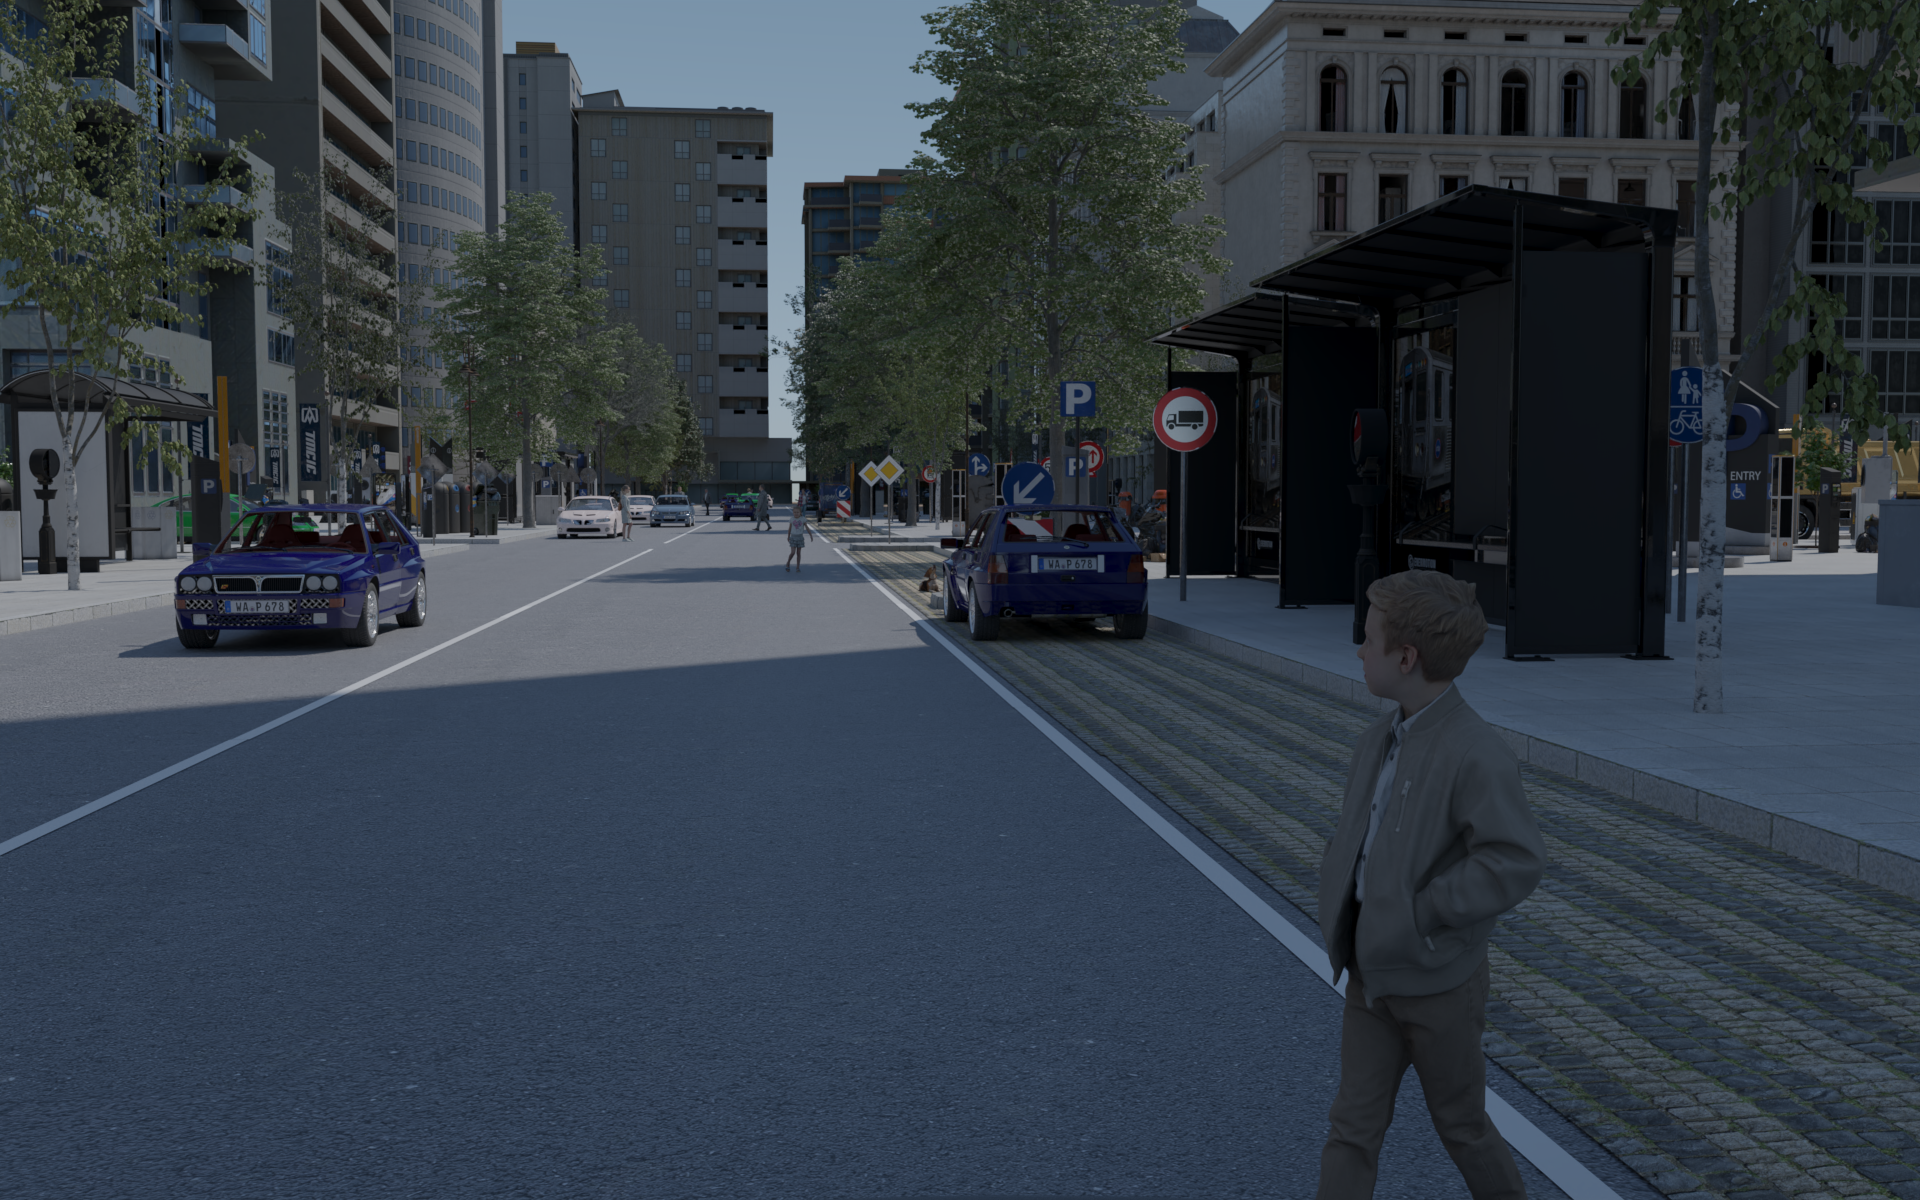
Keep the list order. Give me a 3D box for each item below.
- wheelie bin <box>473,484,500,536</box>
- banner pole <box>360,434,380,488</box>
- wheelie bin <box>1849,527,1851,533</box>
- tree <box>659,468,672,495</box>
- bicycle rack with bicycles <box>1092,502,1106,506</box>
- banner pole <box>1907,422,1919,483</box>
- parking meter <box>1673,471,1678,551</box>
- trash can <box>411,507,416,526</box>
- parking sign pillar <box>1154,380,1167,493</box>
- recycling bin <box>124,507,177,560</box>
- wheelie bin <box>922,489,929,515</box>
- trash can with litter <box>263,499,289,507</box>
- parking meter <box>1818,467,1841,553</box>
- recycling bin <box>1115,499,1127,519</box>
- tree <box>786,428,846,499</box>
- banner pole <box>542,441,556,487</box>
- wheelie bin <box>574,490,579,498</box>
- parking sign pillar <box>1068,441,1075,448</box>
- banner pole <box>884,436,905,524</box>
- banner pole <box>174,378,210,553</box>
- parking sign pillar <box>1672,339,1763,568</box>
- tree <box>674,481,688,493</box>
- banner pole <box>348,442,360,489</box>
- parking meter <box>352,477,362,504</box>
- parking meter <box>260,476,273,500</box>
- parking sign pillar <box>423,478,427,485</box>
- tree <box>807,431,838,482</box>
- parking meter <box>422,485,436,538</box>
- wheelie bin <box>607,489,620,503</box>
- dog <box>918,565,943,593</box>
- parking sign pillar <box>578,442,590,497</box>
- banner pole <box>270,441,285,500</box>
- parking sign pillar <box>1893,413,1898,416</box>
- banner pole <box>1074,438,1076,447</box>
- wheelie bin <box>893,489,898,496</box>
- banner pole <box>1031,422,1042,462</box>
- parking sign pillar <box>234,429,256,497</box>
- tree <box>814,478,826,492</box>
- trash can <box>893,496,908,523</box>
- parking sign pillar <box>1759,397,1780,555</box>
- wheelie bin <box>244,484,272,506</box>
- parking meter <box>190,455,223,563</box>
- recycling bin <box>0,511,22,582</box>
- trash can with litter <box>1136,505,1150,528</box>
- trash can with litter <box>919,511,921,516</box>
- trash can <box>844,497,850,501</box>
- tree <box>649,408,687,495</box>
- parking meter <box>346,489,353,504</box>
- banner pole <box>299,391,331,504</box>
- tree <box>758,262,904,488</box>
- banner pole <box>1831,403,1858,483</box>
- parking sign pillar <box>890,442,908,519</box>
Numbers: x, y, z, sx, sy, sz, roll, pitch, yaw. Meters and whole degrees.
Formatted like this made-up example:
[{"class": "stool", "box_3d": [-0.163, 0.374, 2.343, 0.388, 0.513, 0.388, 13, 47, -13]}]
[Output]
[{"class": "wheelie bin", "box_3d": [-14.682, -2.803, 53.744, 0.693, 1.594, 0.980, 2, 4, 34]}, {"class": "banner pole", "box_3d": [-24.639, -5.067, 72.865, 0.401, 3.779, 0.863, 1, 4, 21]}, {"class": "wheelie bin", "box_3d": [29.538, -2.995, 56.872, 0.980, 1.594, 0.693, -3, 5, -44]}, {"class": "tree", "box_3d": [-28.085, -13.221, 166.528, 4.360, 8.622, 3.978, 0, 3, 0]}, {"class": "bicycle rack with bicycles", "box_3d": [5.870, -4.121, 80.763, 2.925, 0.926, 2.852, 1, 4, 9]}, {"class": "banner pole", "box_3d": [32.785, -4.276, 59.935, 0.863, 3.779, 0.401, 2, 4, 25]}, {"class": "parking meter", "box_3d": [15.977, -2.025, 38.821, 0.399, 1.863, 0.255, 1, 4, 20]}, {"class": "trash can", "box_3d": [-22.075, -3.571, 70.047, 0.748, 1.137, 0.748, 0, 3, 0]}, {"class": "parking sign pillar", "box_3d": [5.004, -3.253, 41.663, 1.447, 3.967, 1.447, 1, 4, 18]}, {"class": "recycling bin", "box_3d": [-16.011, -1.327, 34.247, 0.722, 1.027, 0.722, 2, 4, 34]}, {"class": "wheelie bin", "box_3d": [-1.981, -6.114, 107.876, 0.693, 1.594, 0.980, -2, 4, -27]}, {"class": "trash can with litter", "box_3d": [-14.477, -1.541, 36.586, 0.624, 1.170, 1.055, 0, 4, -5]}, {"class": "parking meter", "box_3d": [19.002, -1.965, 37.832, 0.255, 1.863, 0.399, -1, 4, -15]}, {"class": "recycling bin", "box_3d": [8.331, -4.793, 90.924, 0.722, 1.027, 0.722, -1, 4, -11]}, {"class": "tree", "box_3d": [-15.900, -15.879, 194.027, 8.767, 10.594, 7.601, 1, 4, 22]}, {"class": "banner pole", "box_3d": [-18.976, -5.495, 79.863, 0.863, 3.779, 0.401, -3, 5, -43]}, {"class": "wheelie bin", "box_3d": [-26.300, -6.877, 120.340, 0.980, 1.594, 0.693, -2, 4, -29]}, {"class": "parking sign pillar", "box_3d": [5.702, -6.027, 87.012, 1.447, 3.967, 1.447, -2, 4, -28]}, {"class": "banner pole", "box_3d": [-2.852, -5.188, 74.843, 0.863, 3.779, 0.401, -1, 4, -9]}, {"class": "banner pole", "box_3d": [-16.698, -2.911, 37.609, 0.863, 3.779, 0.401, -3, 5, -39]}, {"class": "parking sign pillar", "box_3d": [13.101, -2.575, 30.571, 1.447, 3.967, 1.447, 3, 5, 40]}, {"class": "tree", "box_3d": [-31.366, -12.233, 194.618, 1.663, 3.219, 1.824, 0, 3, 0]}, {"class": "banner pole", "box_3d": [-29.135, -5.711, 83.395, 0.401, 3.779, 0.863, 3, 5, 40]}, {"class": "parking meter", "box_3d": [-20.277, -3.217, 58.305, 0.255, 1.863, 0.399, -2, 4, -29]}, {"class": "parking meter", "box_3d": [-22.135, -3.036, 55.344, 0.399, 1.863, 0.255, 3, 5, 40]}, {"class": "parking sign pillar", "box_3d": [-38.018, -8.233, 123.081, 1.447, 3.967, 1.447, 0, 4, 4]}, {"class": "tree", "box_3d": [-13.475, -13.823, 176.373, 4.360, 8.622, 3.978, 0, 3, 0]}, {"class": "parking meter", "box_3d": [-15.576, -2.593, 50.808, 0.372, 1.533, 0.369, 0, 3, 0]}, {"class": "wheelie bin", "box_3d": [-22.292, -6.345, 111.648, 0.693, 1.594, 0.980, 1, 4, 13]}, {"class": "dog", "box_3d": [-0.372, -0.313, 25.318, 0.550, 0.427, 0.748, 2, 4, 25]}, {"class": "parking sign pillar", "box_3d": [-18.123, -5.814, 83.536, 1.447, 3.967, 1.447, 0, 4, -7]}, {"class": "banner pole", "box_3d": [-31.949, -5.581, 81.261, 0.863, 3.779, 0.401, 0, 4, -2]}, {"class": "parking sign pillar", "box_3d": [31.500, -4.273, 58.328, 1.447, 3.967, 1.447, 1, 4, 20]}, {"class": "banner pole", "box_3d": [5.311, -5.334, 77.221, 0.863, 3.779, 0.401, -3, 4, -37]}, {"class": "wheelie bin", "box_3d": [-4.369, -6.602, 115.846, 0.693, 1.594, 0.980, 0, 4, 6]}, {"class": "banner pole", "box_3d": [2.680, -4.287, 60.101, 0.401, 3.779, 0.863, 2, 4, 31]}, {"class": "parking sign pillar", "box_3d": [-29.673, -5.107, 71.978, 1.447, 3.967, 1.447, 0, 4, -4]}, {"class": "tree", "box_3d": [-16.158, -12.675, 201.837, 1.663, 3.219, 1.824, 0, 3, 0]}, {"class": "trash can", "box_3d": [-2.461, -4.030, 77.546, 0.748, 1.137, 0.748, 0, 3, 0]}, {"class": "parking sign pillar", "box_3d": [16.723, -2.964, 36.935, 1.447, 3.967, 1.447, -2, 4, -34]}, {"class": "wheelie bin", "box_3d": [-21.664, -2.787, 53.480, 0.980, 1.594, 0.693, 1, 4, 16]}, {"class": "parking meter", "box_3d": [-11.376, -1.252, 26.178, 0.399, 1.863, 0.255, -3, 5, -42]}, {"class": "recycling bin", "box_3d": [-14.374, -0.793, 25.517, 0.722, 1.027, 0.722, 2, 4, 30]}, {"class": "trash can with litter", "box_3d": [6.948, -3.140, 62.721, 1.055, 1.170, 0.624, -2, 4, -27]}, {"class": "trash can with litter", "box_3d": [-2.103, -6.342, 114.745, 2.233, 1.210, 1.678, -1, 4, -18]}, {"class": "trash can", "box_3d": [-8.117, -6.822, 123.188, 0.748, 1.137, 0.748, 0, 3, 0]}, {"class": "tree", "box_3d": [-25.127, -12.014, 146.791, 4.737, 8.622, 4.395, 0, 3, 0]}, {"class": "parking meter", "box_3d": [-27.864, -4.331, 79.215, 0.372, 1.533, 0.369, 0, 3, 0]}, {"class": "banner pole", "box_3d": [-15.550, -3.177, 41.960, 0.863, 3.779, 0.401, -1, 4, -21]}, {"class": "tree", "box_3d": [-9.957, -17.500, 142.008, 12.611, 20.169, 13.585, 0, 3, 0]}, {"class": "banner pole", "box_3d": [24.279, -3.529, 47.717, 0.863, 3.779, 0.401, 3, 4, 36]}, {"class": "parking sign pillar", "box_3d": [-2.873, -6.162, 89.225, 1.447, 3.967, 1.447, 0, 4, -2]}]
